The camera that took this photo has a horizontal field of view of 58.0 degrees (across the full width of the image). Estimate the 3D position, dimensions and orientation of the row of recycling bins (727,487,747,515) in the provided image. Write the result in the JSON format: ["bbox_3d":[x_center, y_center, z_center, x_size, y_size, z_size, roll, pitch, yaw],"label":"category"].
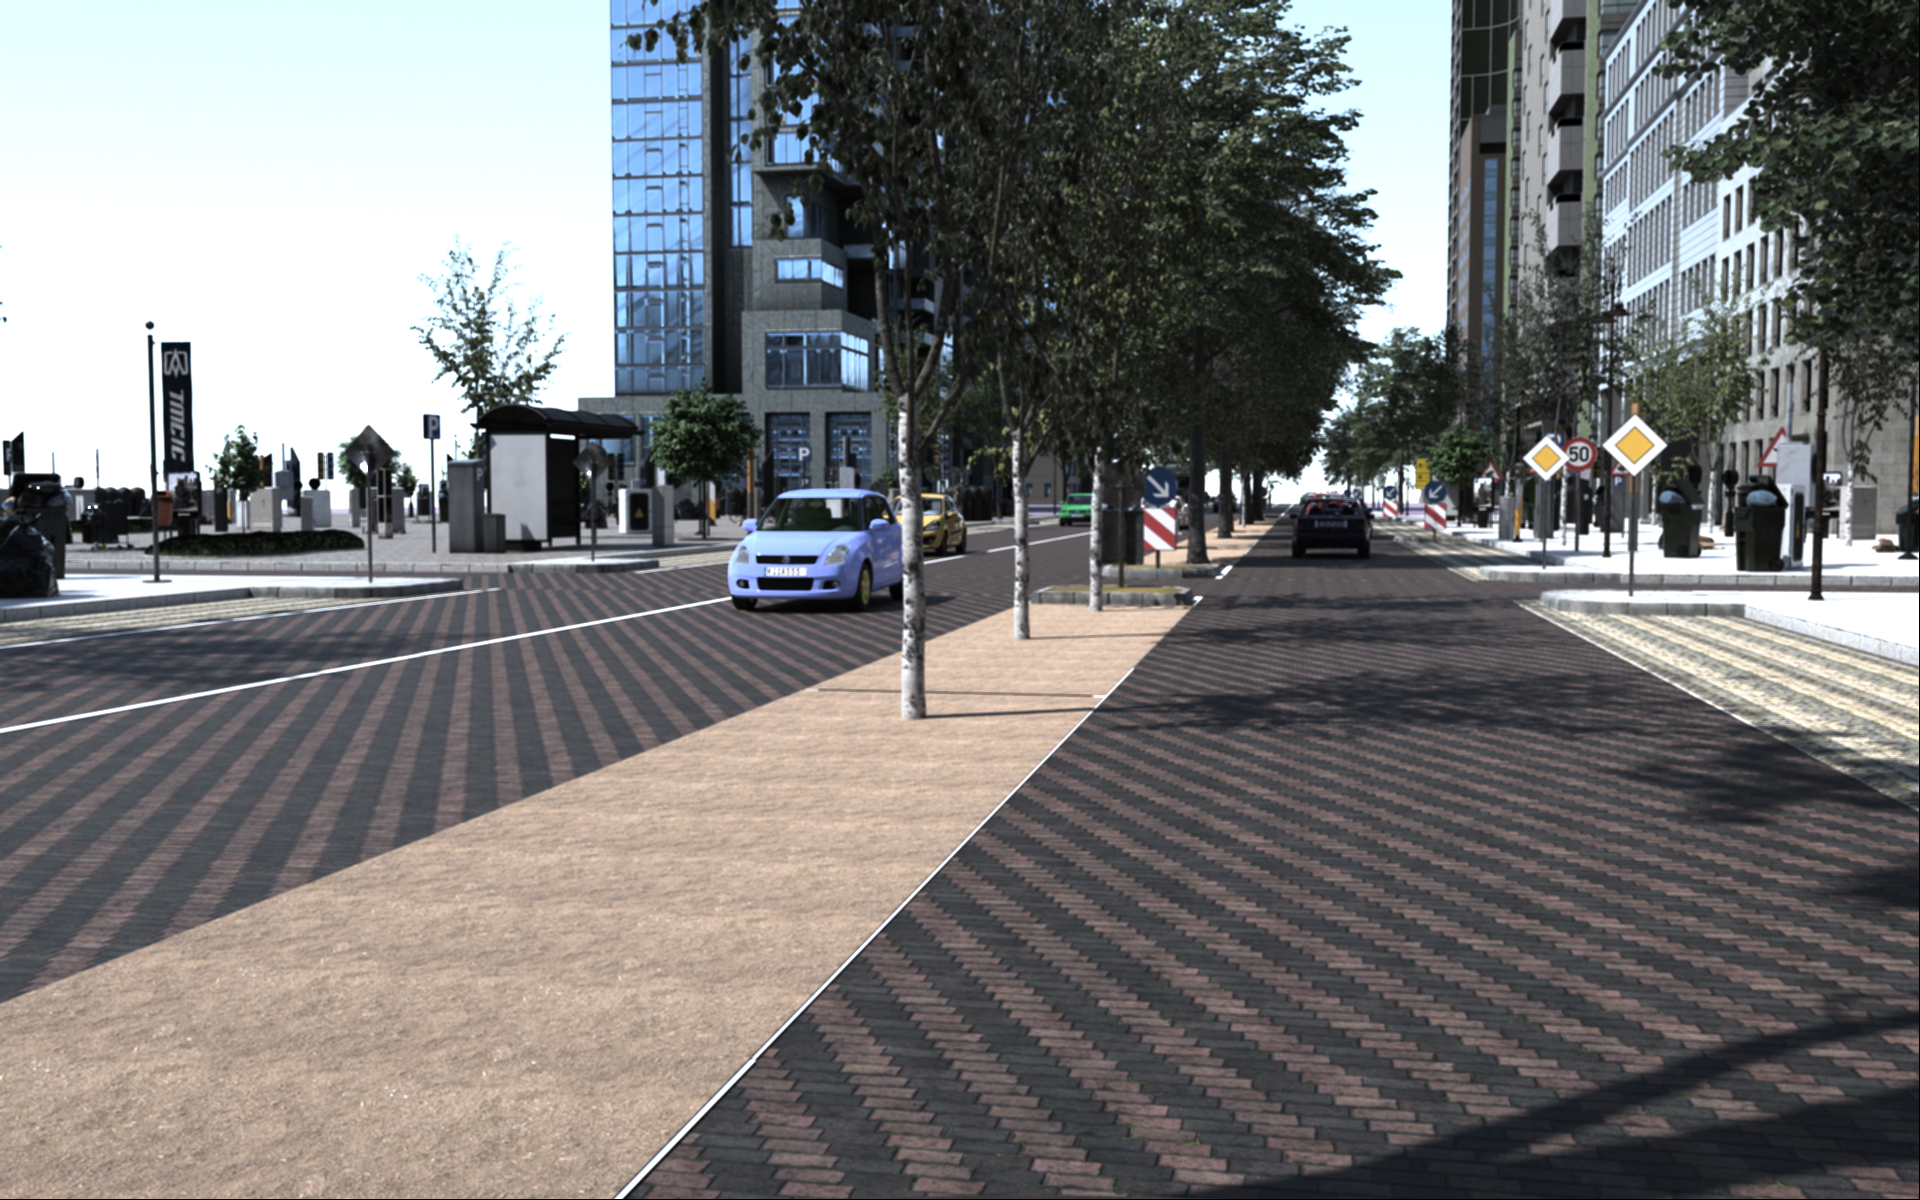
[{"bbox_3d":[-13.200,-6.081,106.534,1.069,1.692,3.534,1,4,23],"label":"row of recycling bins"}]

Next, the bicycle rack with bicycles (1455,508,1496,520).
[{"bbox_3d":[25.402,-4.495,86.879,2.925,0.926,2.852,-1,4,-11],"label":"bicycle rack with bicycles"}]

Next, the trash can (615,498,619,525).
[{"bbox_3d":[-13.377,-3.508,69.008,0.748,1.137,0.748,0,3,0],"label":"trash can"}]

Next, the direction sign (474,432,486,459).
[{"bbox_3d":[-17.468,-4.352,63.154,0.379,3.537,0.876,-3,5,-43],"label":"direction sign"}]

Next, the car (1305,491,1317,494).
[{"bbox_3d":[49.138,-14.316,242.738,2.281,1.827,5.304,1,4,9],"label":"car"}]

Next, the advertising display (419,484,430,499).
[{"bbox_3d":[-32.847,-6.176,106.193,0.123,1.923,0.974,1,4,16],"label":"advertising display"}]

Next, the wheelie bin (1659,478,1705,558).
[{"bbox_3d":[14.498,-1.649,34.861,0.980,1.594,0.693,-3,5,-44],"label":"wheelie bin"}]

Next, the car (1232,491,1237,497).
[{"bbox_3d":[36.662,-13.946,236.696,2.281,1.827,5.304,1,4,11],"label":"car"}]

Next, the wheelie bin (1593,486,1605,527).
[{"bbox_3d":[24.920,-3.603,66.812,0.980,1.594,0.693,-1,4,-16],"label":"wheelie bin"}]

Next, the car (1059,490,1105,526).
[{"bbox_3d":[5.559,-4.262,78.478,1.959,1.807,4.718,1,4,10],"label":"car"}]

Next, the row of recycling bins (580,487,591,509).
[{"bbox_3d":[-20.071,-5.218,92.427,1.069,1.692,3.534,0,4,-1],"label":"row of recycling bins"}]

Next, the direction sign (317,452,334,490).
[{"bbox_3d":[-34.347,-6.229,93.834,0.876,3.537,0.379,0,4,2],"label":"direction sign"}]

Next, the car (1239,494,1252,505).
[{"bbox_3d":[33.357,-11.676,200.493,1.945,1.707,3.694,1,4,13],"label":"car"}]

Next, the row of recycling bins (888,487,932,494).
[{"bbox_3d":[-2.967,-5.594,98.569,3.534,1.692,1.069,3,5,40],"label":"row of recycling bins"}]

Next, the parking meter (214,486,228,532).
[{"bbox_3d":[-25.148,-3.257,58.964,0.399,1.863,0.255,0,4,-3],"label":"parking meter"}]

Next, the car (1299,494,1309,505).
[{"bbox_3d":[44.880,-12.974,223.925,2.131,1.459,4.920,1,4,13],"label":"car"}]

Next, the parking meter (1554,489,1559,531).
[{"bbox_3d":[20.731,-3.191,60.583,0.372,1.533,0.369,0,3,0],"label":"parking meter"}]

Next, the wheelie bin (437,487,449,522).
[{"bbox_3d":[-23.544,-4.370,79.354,0.693,1.594,0.980,0,4,1],"label":"wheelie bin"}]

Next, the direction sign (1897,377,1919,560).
[{"bbox_3d":[18.618,-2.563,33.902,0.379,3.537,0.876,2,4,26],"label":"direction sign"}]

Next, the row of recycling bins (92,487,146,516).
[{"bbox_3d":[-48.631,-5.680,99.975,1.069,1.692,3.534,1,4,23],"label":"row of recycling bins"}]

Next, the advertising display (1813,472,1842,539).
[{"bbox_3d":[24.955,-2.746,50.114,0.974,1.923,0.123,2,4,25],"label":"advertising display"}]

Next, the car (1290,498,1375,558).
[{"bbox_3d":[8.600,-1.683,40.090,1.945,1.354,3.894,1,4,12],"label":"car"}]

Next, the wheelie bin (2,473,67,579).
[{"bbox_3d":[-13.894,-1.118,26.181,0.693,1.594,0.980,3,5,39],"label":"wheelie bin"}]

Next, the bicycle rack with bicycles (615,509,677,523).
[{"bbox_3d":[-14.024,-3.942,77.827,2.925,0.926,2.852,-1,4,-22],"label":"bicycle rack with bicycles"}]

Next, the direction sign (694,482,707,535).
[{"bbox_3d":[-8.183,-3.822,54.494,0.379,3.537,0.876,-2,4,-29],"label":"direction sign"}]

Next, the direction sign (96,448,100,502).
[{"bbox_3d":[-42.857,-5.759,86.160,0.379,3.537,0.876,-2,4,-30],"label":"direction sign"}]

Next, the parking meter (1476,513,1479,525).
[{"bbox_3d":[21.453,-4.003,71.159,0.399,1.863,0.255,-1,4,-20],"label":"parking meter"}]

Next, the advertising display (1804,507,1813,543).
[{"bbox_3d":[21.934,-2.462,45.475,0.974,1.923,0.123,-2,4,-29],"label":"advertising display"}]

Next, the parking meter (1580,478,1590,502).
[{"bbox_3d":[22.381,-3.451,62.128,0.399,1.863,0.255,1,4,11],"label":"parking meter"}]

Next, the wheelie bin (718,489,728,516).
[{"bbox_3d":[-14.288,-5.815,102.988,0.980,1.594,0.693,0,4,-2],"label":"wheelie bin"}]

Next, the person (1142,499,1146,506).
[{"bbox_3d":[8.462,-4.270,78.498,0.728,1.800,0.709,3,5,43],"label":"person"}]

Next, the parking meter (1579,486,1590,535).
[{"bbox_3d":[19.582,-2.815,54.435,0.372,1.533,0.369,0,3,0],"label":"parking meter"}]

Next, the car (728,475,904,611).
[{"bbox_3d":[-1.762,-0.788,22.472,1.945,1.707,3.694,1,4,10],"label":"car"}]

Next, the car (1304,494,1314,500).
[{"bbox_3d":[36.351,-10.240,177.646,2.015,1.641,3.980,1,4,11],"label":"car"}]

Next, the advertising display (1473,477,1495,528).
[{"bbox_3d":[19.697,-3.668,65.180,0.123,1.923,0.974,-2,4,-29],"label":"advertising display"}]

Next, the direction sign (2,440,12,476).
[{"bbox_3d":[-39.923,-4.957,73.050,0.379,3.537,0.876,2,4,25],"label":"direction sign"}]

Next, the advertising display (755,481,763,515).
[{"bbox_3d":[-9.973,-4.940,85.983,0.123,1.923,0.974,1,4,11],"label":"advertising display"}]

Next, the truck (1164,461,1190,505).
[{"bbox_3d":[18.879,-9.761,148.506,2.839,4.237,11.283,1,4,10],"label":"truck"}]

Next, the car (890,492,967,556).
[{"bbox_3d":[-0.950,-1.898,41.250,2.015,1.641,3.980,1,4,10],"label":"car"}]

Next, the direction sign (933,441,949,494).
[{"bbox_3d":[-0.811,-5.025,74.149,0.876,3.537,0.379,3,4,37],"label":"direction sign"}]

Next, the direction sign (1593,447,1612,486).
[{"bbox_3d":[31.015,-5.606,83.655,0.876,3.537,0.379,0,4,-6],"label":"direction sign"}]

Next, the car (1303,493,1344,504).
[{"bbox_3d":[16.269,-4.126,76.499,2.155,1.783,4.494,1,4,10],"label":"car"}]

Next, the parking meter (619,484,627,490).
[{"bbox_3d":[-18.951,-5.614,97.497,0.399,1.863,0.255,1,4,21],"label":"parking meter"}]

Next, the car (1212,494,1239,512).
[{"bbox_3d":[21.287,-7.935,138.770,2.155,1.783,4.494,1,4,12],"label":"car"}]

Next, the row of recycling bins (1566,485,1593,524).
[{"bbox_3d":[26.739,-4.226,76.215,1.069,1.692,3.534,0,4,-6],"label":"row of recycling bins"}]

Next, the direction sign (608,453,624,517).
[{"bbox_3d":[-19.156,-6.395,96.552,0.876,3.537,0.379,-2,4,-25],"label":"direction sign"}]

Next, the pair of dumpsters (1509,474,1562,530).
[{"bbox_3d":[21.336,-3.771,64.146,1.574,2.255,4.437,1,4,11],"label":"pair of dumpsters"}]

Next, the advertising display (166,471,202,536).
[{"bbox_3d":[-21.673,-2.640,48.374,0.974,1.923,0.123,1,4,9],"label":"advertising display"}]

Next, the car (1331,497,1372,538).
[{"bbox_3d":[12.865,-2.788,58.161,1.945,1.354,3.894,1,4,9],"label":"car"}]

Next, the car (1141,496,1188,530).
[{"bbox_3d":[8.423,-3.596,71.158,2.083,1.381,4.827,1,4,12],"label":"car"}]

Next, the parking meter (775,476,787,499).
[{"bbox_3d":[-5.938,-3.170,57.546,0.255,1.863,0.399,2,4,26],"label":"parking meter"}]

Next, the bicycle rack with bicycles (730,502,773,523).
[{"bbox_3d":[-8.742,-3.869,76.642,2.925,0.926,2.852,0,4,0],"label":"bicycle rack with bicycles"}]

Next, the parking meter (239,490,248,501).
[{"bbox_3d":[-38.069,-5.281,92.062,0.255,1.863,0.399,2,4,25],"label":"parking meter"}]

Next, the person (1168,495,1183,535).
[{"bbox_3d":[7.589,-3.051,60.981,0.503,1.515,0.523,-1,4,-13],"label":"person"}]

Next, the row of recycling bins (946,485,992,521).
[{"bbox_3d":[0.395,-4.627,82.763,1.069,1.692,3.534,2,4,31],"label":"row of recycling bins"}]

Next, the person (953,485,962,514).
[{"bbox_3d":[-0.143,-3.463,65.665,0.362,1.759,0.519,2,4,31],"label":"person"}]

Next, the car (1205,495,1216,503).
[{"bbox_3d":[35.930,-14.411,248.193,1.945,1.354,3.894,1,4,10],"label":"car"}]

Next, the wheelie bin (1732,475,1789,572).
[{"bbox_3d":[13.221,-1.268,28.645,0.693,1.594,0.980,0,4,-3],"label":"wheelie bin"}]

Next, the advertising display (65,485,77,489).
[{"bbox_3d":[-61.514,-7.024,120.054,0.123,1.923,0.974,3,5,40],"label":"advertising display"}]

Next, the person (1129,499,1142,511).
[{"bbox_3d":[4.997,-2.462,49.024,0.793,1.790,0.793,-1,4,-22],"label":"person"}]
